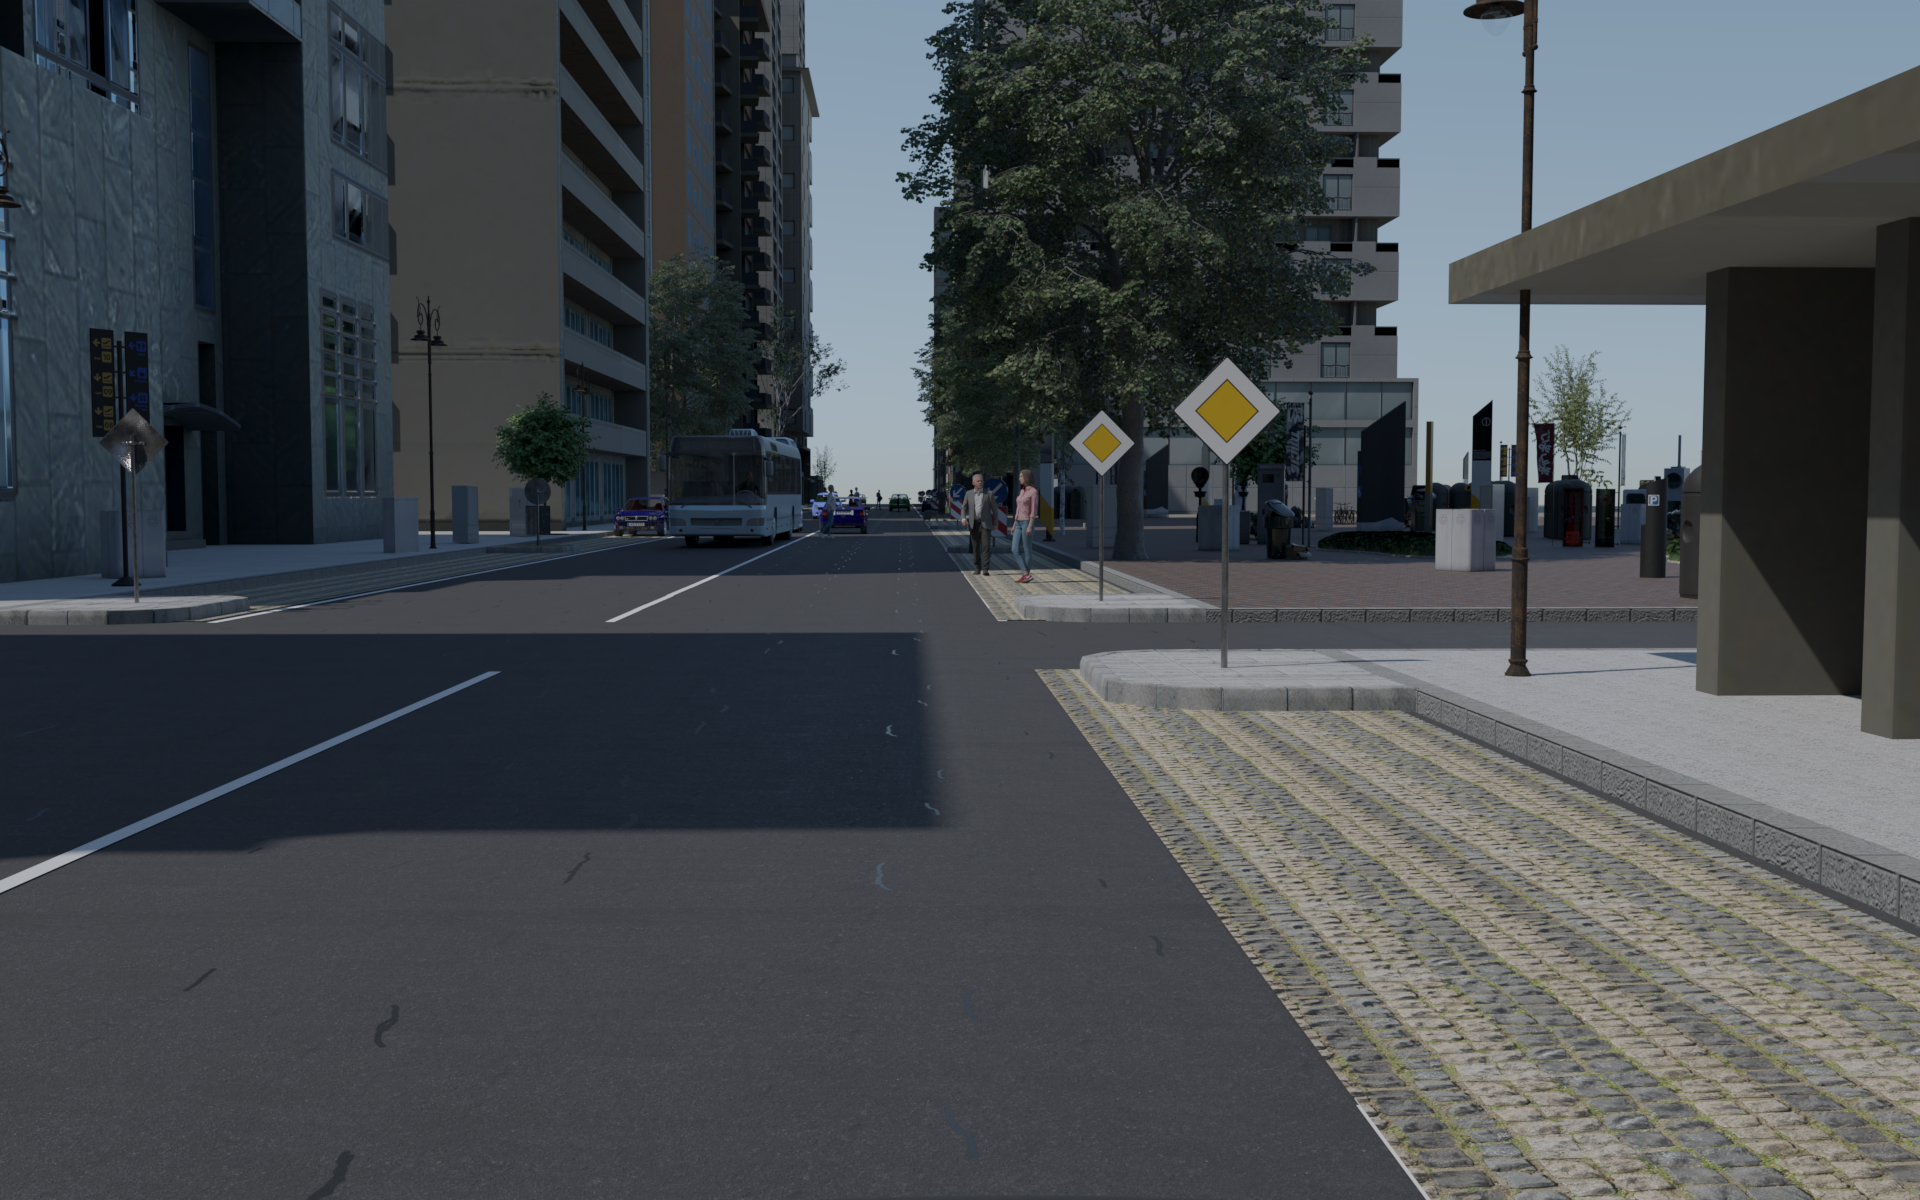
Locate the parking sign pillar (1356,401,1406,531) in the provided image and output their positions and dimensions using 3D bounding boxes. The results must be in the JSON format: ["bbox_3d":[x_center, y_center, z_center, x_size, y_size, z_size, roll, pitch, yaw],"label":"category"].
[{"bbox_3d":[12.239,-3.784,50.342,1.447,3.967,1.447,0,4,-7],"label":"parking sign pillar"}]

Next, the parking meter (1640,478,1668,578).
[{"bbox_3d":[10.640,-1.110,26.560,0.372,1.533,0.369,0,3,0],"label":"parking meter"}]

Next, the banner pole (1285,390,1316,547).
[{"bbox_3d":[8.209,-3.160,41.688,0.863,3.779,0.401,-1,4,-13],"label":"banner pole"}]

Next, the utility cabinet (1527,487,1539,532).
[{"bbox_3d":[19.137,-3.038,58.354,0.318,1.500,1.173,3,4,36],"label":"utility cabinet"}]

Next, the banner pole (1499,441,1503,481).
[{"bbox_3d":[25.589,-5.619,81.894,0.401,3.779,0.863,2,4,28],"label":"banner pole"}]

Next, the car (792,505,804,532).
[{"bbox_3d":[-7.022,-3.308,66.446,2.083,1.381,4.827,0,4,-3],"label":"car"}]

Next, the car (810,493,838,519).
[{"bbox_3d":[-7.583,-5.481,99.205,1.945,1.707,3.694,0,4,-3],"label":"car"}]

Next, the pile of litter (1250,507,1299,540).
[{"bbox_3d":[8.256,-2.081,47.982,1.176,0.858,1.719,-3,5,-43],"label":"pile of litter"}]

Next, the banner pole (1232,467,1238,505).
[{"bbox_3d":[9.491,-4.225,59.102,0.401,3.779,0.863,-3,4,-37],"label":"banner pole"}]

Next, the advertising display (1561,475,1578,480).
[{"bbox_3d":[20.264,-3.205,57.614,0.123,1.923,0.974,0,4,-7],"label":"advertising display"}]

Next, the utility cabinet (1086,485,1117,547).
[{"bbox_3d":[3.610,-2.012,41.582,1.173,1.500,0.318,-2,4,-26],"label":"utility cabinet"}]

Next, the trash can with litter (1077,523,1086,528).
[{"bbox_3d":[5.199,-3.248,64.166,1.678,1.210,2.233,-2,4,-26],"label":"trash can with litter"}]

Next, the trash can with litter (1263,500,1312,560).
[{"bbox_3d":[6.489,-1.392,34.139,0.624,1.170,1.055,-3,4,-37],"label":"trash can with litter"}]

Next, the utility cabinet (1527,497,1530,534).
[{"bbox_3d":[18.166,-2.737,55.916,0.306,1.237,1.020,0,4,8],"label":"utility cabinet"}]

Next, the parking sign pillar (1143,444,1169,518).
[{"bbox_3d":[10.521,-6.395,93.024,1.447,3.967,1.447,-1,4,-21],"label":"parking sign pillar"}]

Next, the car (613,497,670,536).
[{"bbox_3d":[-10.747,-2.862,59.382,1.945,1.354,3.894,0,3,0],"label":"car"}]

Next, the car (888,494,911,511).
[{"bbox_3d":[-5.088,-8.409,146.284,1.959,1.807,4.718,0,4,-1],"label":"car"}]

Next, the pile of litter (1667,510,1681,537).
[{"bbox_3d":[19.716,-2.106,48.395,1.176,0.858,1.719,1,4,9],"label":"pile of litter"}]

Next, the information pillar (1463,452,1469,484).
[{"bbox_3d":[27.882,-6.370,95.512,0.504,3.616,0.183,-3,5,-44],"label":"information pillar"}]

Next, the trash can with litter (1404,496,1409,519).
[{"bbox_3d":[22.016,-4.639,86.899,1.678,1.210,2.233,-3,5,-42],"label":"trash can with litter"}]

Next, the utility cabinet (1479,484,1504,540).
[{"bbox_3d":[12.081,-1.879,39.405,0.318,1.500,1.173,2,4,30],"label":"utility cabinet"}]

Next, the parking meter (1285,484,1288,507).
[{"bbox_3d":[16.791,-5.145,89.839,0.255,1.863,0.399,-3,5,-43],"label":"parking meter"}]

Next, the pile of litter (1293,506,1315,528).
[{"bbox_3d":[12.658,-3.154,65.534,1.719,0.858,1.176,1,4,17],"label":"pile of litter"}]

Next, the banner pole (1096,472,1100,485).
[{"bbox_3d":[7.844,-6.449,95.452,0.863,3.779,0.401,-1,4,-22],"label":"banner pole"}]

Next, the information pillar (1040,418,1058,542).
[{"bbox_3d":[2.370,-3.400,46.952,0.183,3.616,0.504,-3,4,-38],"label":"information pillar"}]

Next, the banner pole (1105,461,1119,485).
[{"bbox_3d":[7.489,-5.730,83.704,0.401,3.779,0.863,-2,4,-29],"label":"banner pole"}]

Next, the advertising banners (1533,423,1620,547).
[{"bbox_3d":[14.973,-2.811,42.152,2.074,3.025,0.090,2,4,35],"label":"advertising banners"}]

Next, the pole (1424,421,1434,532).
[{"bbox_3d":[13.159,-3.348,48.588,0.158,3.312,0.155,0,3,0],"label":"pole"}]

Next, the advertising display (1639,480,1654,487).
[{"bbox_3d":[31.075,-4.461,78.148,0.123,1.923,0.974,-2,4,-29],"label":"advertising display"}]

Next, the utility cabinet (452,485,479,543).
[{"bbox_3d":[-12.858,-2.224,45.048,0.318,1.500,1.173,-2,4,-35],"label":"utility cabinet"}]

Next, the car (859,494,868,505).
[{"bbox_3d":[-13.376,-13.568,232.064,2.015,1.641,3.980,0,4,-3],"label":"car"}]

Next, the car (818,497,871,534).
[{"bbox_3d":[-4.237,-3.101,63.286,1.945,1.354,3.894,0,4,-3],"label":"car"}]

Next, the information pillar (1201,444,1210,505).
[{"bbox_3d":[10.236,-4.941,72.136,0.183,3.616,0.504,-2,4,-30],"label":"information pillar"}]

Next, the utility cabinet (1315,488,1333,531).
[{"bbox_3d":[12.694,-3.158,60.314,0.318,1.500,1.173,0,4,-4],"label":"utility cabinet"}]

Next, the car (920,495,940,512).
[{"bbox_3d":[-2.152,-7.501,135.229,1.945,1.354,3.894,0,4,-1],"label":"car"}]

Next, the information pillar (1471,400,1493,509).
[{"bbox_3d":[12.950,-3.156,42.952,0.504,3.616,0.183,1,4,14],"label":"information pillar"}]

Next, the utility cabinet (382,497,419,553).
[{"bbox_3d":[-12.268,-1.641,37.990,0.306,1.237,1.020,1,4,13],"label":"utility cabinet"}]

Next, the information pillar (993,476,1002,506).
[{"bbox_3d":[1.549,-4.106,71.619,0.304,2.012,0.304,-1,4,-16],"label":"information pillar"}]

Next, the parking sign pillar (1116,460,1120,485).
[{"bbox_3d":[7.910,-5.984,86.311,1.447,3.967,1.447,2,4,27],"label":"parking sign pillar"}]

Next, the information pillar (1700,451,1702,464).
[{"bbox_3d":[12.656,-1.507,29.126,0.304,2.012,0.304,-1,4,-13],"label":"information pillar"}]

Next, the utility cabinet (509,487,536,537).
[{"bbox_3d":[-13.140,-2.649,51.985,0.318,1.500,1.173,-3,5,-40],"label":"utility cabinet"}]

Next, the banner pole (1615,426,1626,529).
[{"bbox_3d":[24.404,-4.518,63.886,0.401,3.779,0.863,3,5,40],"label":"banner pole"}]
